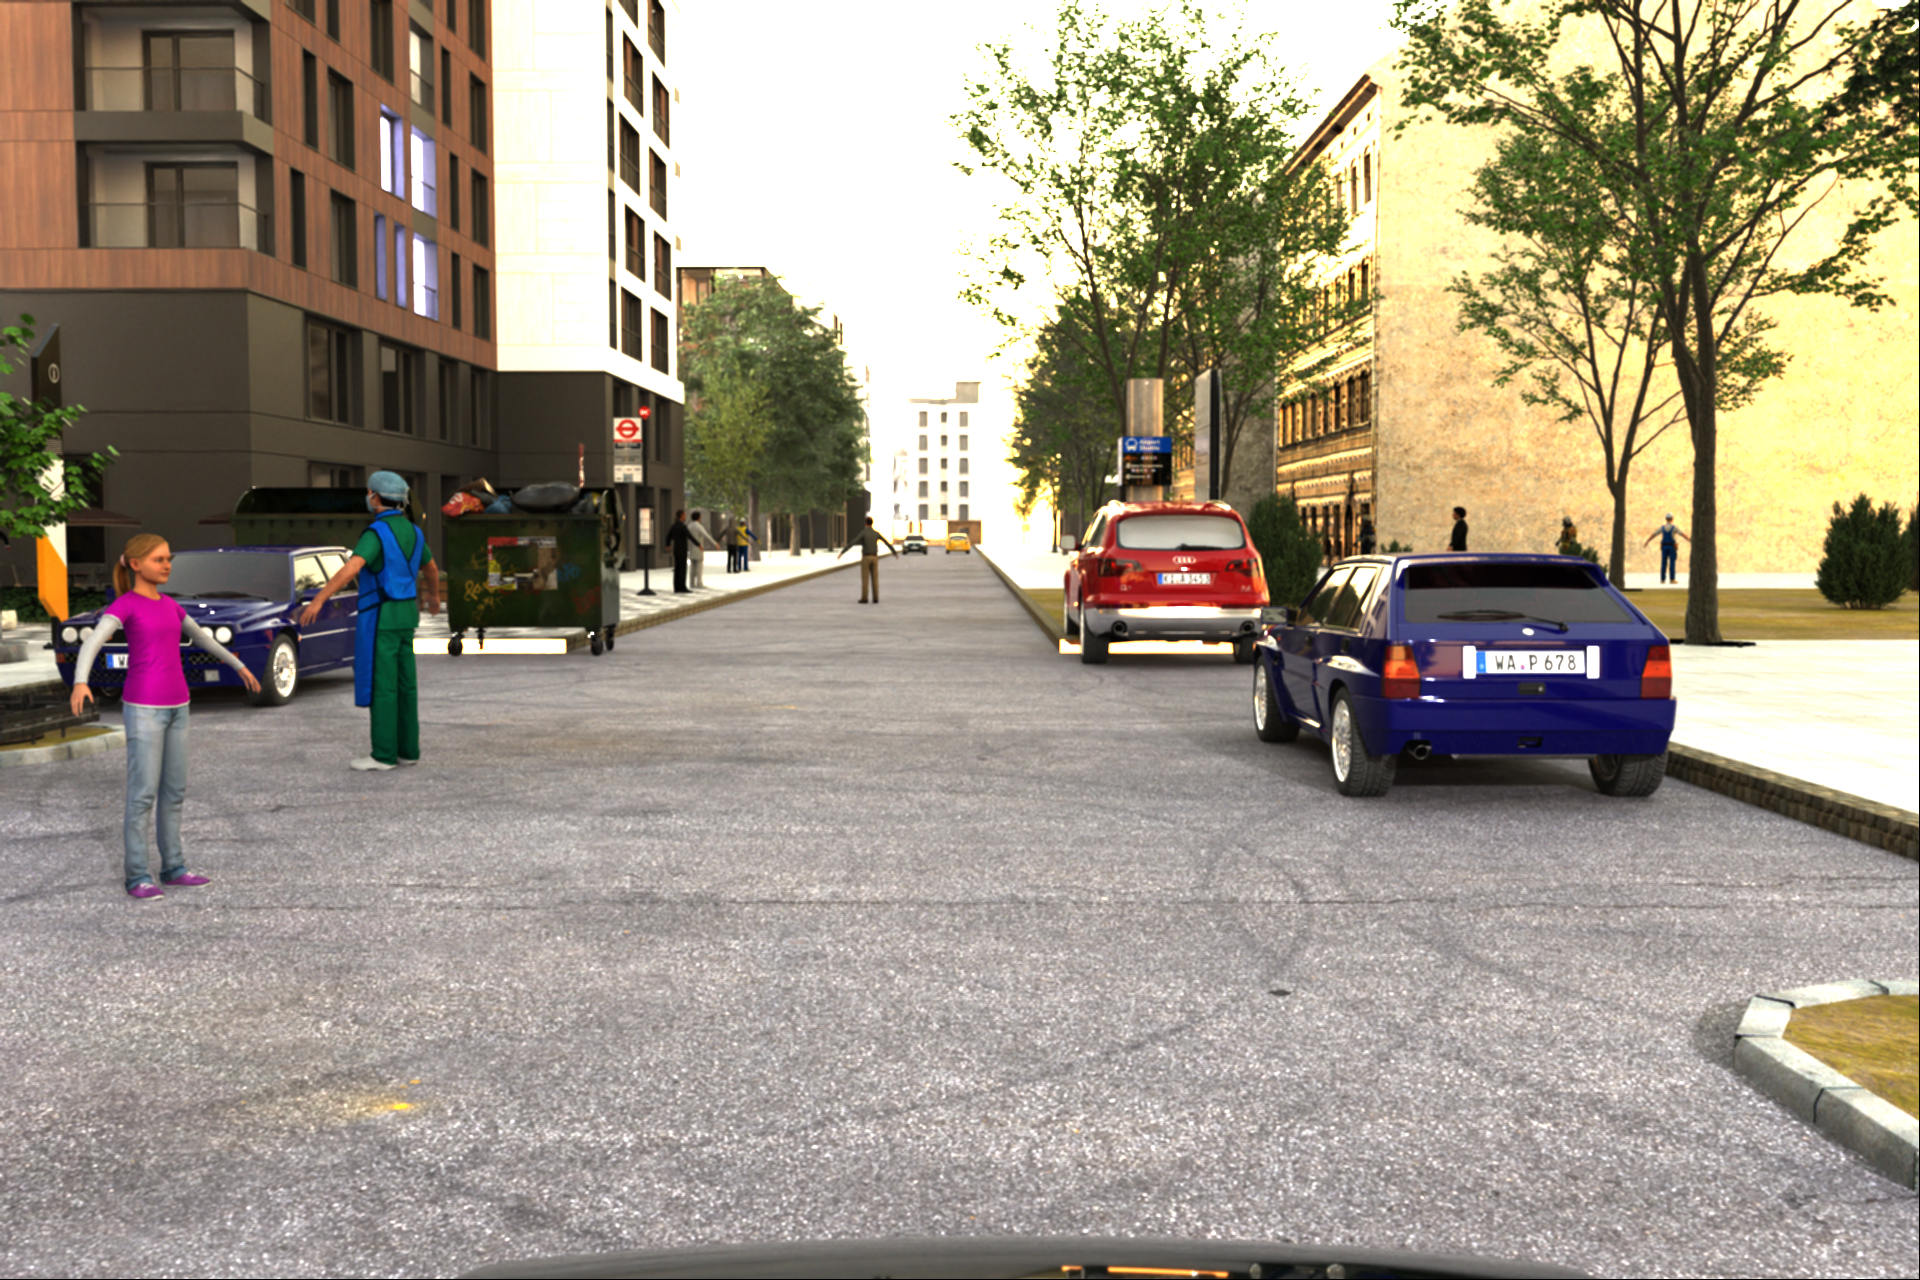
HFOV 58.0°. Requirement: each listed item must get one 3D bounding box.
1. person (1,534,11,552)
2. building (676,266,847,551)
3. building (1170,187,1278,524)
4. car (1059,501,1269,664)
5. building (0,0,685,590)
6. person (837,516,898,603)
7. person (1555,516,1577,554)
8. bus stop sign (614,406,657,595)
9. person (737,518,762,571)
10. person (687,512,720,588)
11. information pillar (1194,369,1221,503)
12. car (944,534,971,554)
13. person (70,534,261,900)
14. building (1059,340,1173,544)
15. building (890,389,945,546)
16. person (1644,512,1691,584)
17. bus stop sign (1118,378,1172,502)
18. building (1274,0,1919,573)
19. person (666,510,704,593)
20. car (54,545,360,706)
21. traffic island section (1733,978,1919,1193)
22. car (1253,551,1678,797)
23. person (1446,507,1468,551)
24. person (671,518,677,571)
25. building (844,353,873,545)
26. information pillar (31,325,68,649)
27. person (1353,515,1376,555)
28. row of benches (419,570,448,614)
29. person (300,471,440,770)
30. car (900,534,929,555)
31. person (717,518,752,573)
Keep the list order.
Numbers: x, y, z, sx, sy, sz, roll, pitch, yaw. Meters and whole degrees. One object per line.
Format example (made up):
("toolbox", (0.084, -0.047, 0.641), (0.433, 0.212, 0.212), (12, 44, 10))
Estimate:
("person", (-20.004, -1.763, 35.552), (0.721, 1.740, 1.216), (1, 4, 20))
("building", (-25.025, -18.628, 148.535), (27.936, 21.610, 32.646), (0, 4, 1))
("building", (21.722, -15.999, 92.507), (19.493, 23.208, 18.063), (0, 3, 0))
("car", (2.350, -0.733, 20.656), (2.281, 1.827, 5.304), (0, 4, 0))
("building", (-25.103, -12.738, 52.235), (27.936, 21.610, 32.646), (0, 4, 1))
("person", (-1.885, -1.666, 35.973), (1.348, 1.796, 0.705), (-2, 4, -24))
("person", (18.880, -2.945, 53.914), (0.705, 1.858, 1.354), (0, 3, 0))
("bus stop sign", (-6.806, -2.910, 36.281), (0.855, 3.939, 0.416), (0, 4, -1))
("person", (-7.458, -3.280, 59.593), (1.349, 1.833, 0.705), (2, 4, 24))
("person", (-6.237, -2.137, 41.125), (1.347, 1.806, 0.705), (3, 4, 38))
("information pillar", (3.626, -2.087, 25.443), (0.184, 3.620, 1.656), (0, 4, 1))
("car", (-0.168, -7.120, 126.628), (2.015, 1.641, 3.980), (0, 4, -1))
("person", (-3.153, 0.296, 6.889), (0.599, 1.433, 0.991), (1, 4, 17))
("building", (24.731, -21.203, 190.649), (27.936, 21.610, 32.646), (0, 4, 0))
("building", (-8.439, -21.939, 217.581), (11.380, 20.090, 16.016), (0, 4, 4))
("person", (18.442, -2.396, 45.038), (1.347, 1.847, 0.705), (3, 5, 40))
("bus stop sign", (3.149, -2.482, 29.590), (0.837, 3.901, 0.837), (0, 3, 0))
("building", (22.904, -14.350, 65.552), (19.493, 23.208, 18.063), (0, 3, 0))
("person", (-6.047, -1.922, 37.655), (0.704, 1.802, 1.346), (-3, 5, -43))
("car", (-6.471, -0.186, 15.620), (1.945, 1.354, 3.894), (0, 4, 0))
("traffic island section", (3.069, 1.138, 4.262), (1.991, 0.108, 1.994), (0, 4, 0))
("car", (2.930, 0.110, 10.788), (1.945, 1.354, 3.894), (0, 4, 0))
("person", (9.623, -1.672, 33.529), (0.705, 1.806, 1.347), (2, 4, 24))
("person", (-9.762, -3.293, 59.779), (0.705, 1.837, 1.347), (-2, 4, -32))
("building", (-24.598, -21.364, 193.270), (27.936, 21.610, 32.646), (0, 4, 0))
("information pillar", (-10.105, -1.706, 19.240), (0.183, 3.616, 0.504), (0, 4, 0))
("person", (12.091, -2.805, 51.641), (0.705, 1.856, 1.354), (-1, 4, -11))
("row of benches", (-9.099, -0.862, 29.562), (1.422, 0.672, 4.104), (-2, 4, -28))
("person", (-3.534, -0.125, 10.633), (0.704, 1.817, 1.347), (1, 4, 16))
("car", (-3.168, -6.857, 121.903), (2.009, 1.686, 4.222), (0, 4, 0))
("person", (-7.476, -3.110, 56.978), (1.348, 1.813, 0.705), (2, 4, 25))
